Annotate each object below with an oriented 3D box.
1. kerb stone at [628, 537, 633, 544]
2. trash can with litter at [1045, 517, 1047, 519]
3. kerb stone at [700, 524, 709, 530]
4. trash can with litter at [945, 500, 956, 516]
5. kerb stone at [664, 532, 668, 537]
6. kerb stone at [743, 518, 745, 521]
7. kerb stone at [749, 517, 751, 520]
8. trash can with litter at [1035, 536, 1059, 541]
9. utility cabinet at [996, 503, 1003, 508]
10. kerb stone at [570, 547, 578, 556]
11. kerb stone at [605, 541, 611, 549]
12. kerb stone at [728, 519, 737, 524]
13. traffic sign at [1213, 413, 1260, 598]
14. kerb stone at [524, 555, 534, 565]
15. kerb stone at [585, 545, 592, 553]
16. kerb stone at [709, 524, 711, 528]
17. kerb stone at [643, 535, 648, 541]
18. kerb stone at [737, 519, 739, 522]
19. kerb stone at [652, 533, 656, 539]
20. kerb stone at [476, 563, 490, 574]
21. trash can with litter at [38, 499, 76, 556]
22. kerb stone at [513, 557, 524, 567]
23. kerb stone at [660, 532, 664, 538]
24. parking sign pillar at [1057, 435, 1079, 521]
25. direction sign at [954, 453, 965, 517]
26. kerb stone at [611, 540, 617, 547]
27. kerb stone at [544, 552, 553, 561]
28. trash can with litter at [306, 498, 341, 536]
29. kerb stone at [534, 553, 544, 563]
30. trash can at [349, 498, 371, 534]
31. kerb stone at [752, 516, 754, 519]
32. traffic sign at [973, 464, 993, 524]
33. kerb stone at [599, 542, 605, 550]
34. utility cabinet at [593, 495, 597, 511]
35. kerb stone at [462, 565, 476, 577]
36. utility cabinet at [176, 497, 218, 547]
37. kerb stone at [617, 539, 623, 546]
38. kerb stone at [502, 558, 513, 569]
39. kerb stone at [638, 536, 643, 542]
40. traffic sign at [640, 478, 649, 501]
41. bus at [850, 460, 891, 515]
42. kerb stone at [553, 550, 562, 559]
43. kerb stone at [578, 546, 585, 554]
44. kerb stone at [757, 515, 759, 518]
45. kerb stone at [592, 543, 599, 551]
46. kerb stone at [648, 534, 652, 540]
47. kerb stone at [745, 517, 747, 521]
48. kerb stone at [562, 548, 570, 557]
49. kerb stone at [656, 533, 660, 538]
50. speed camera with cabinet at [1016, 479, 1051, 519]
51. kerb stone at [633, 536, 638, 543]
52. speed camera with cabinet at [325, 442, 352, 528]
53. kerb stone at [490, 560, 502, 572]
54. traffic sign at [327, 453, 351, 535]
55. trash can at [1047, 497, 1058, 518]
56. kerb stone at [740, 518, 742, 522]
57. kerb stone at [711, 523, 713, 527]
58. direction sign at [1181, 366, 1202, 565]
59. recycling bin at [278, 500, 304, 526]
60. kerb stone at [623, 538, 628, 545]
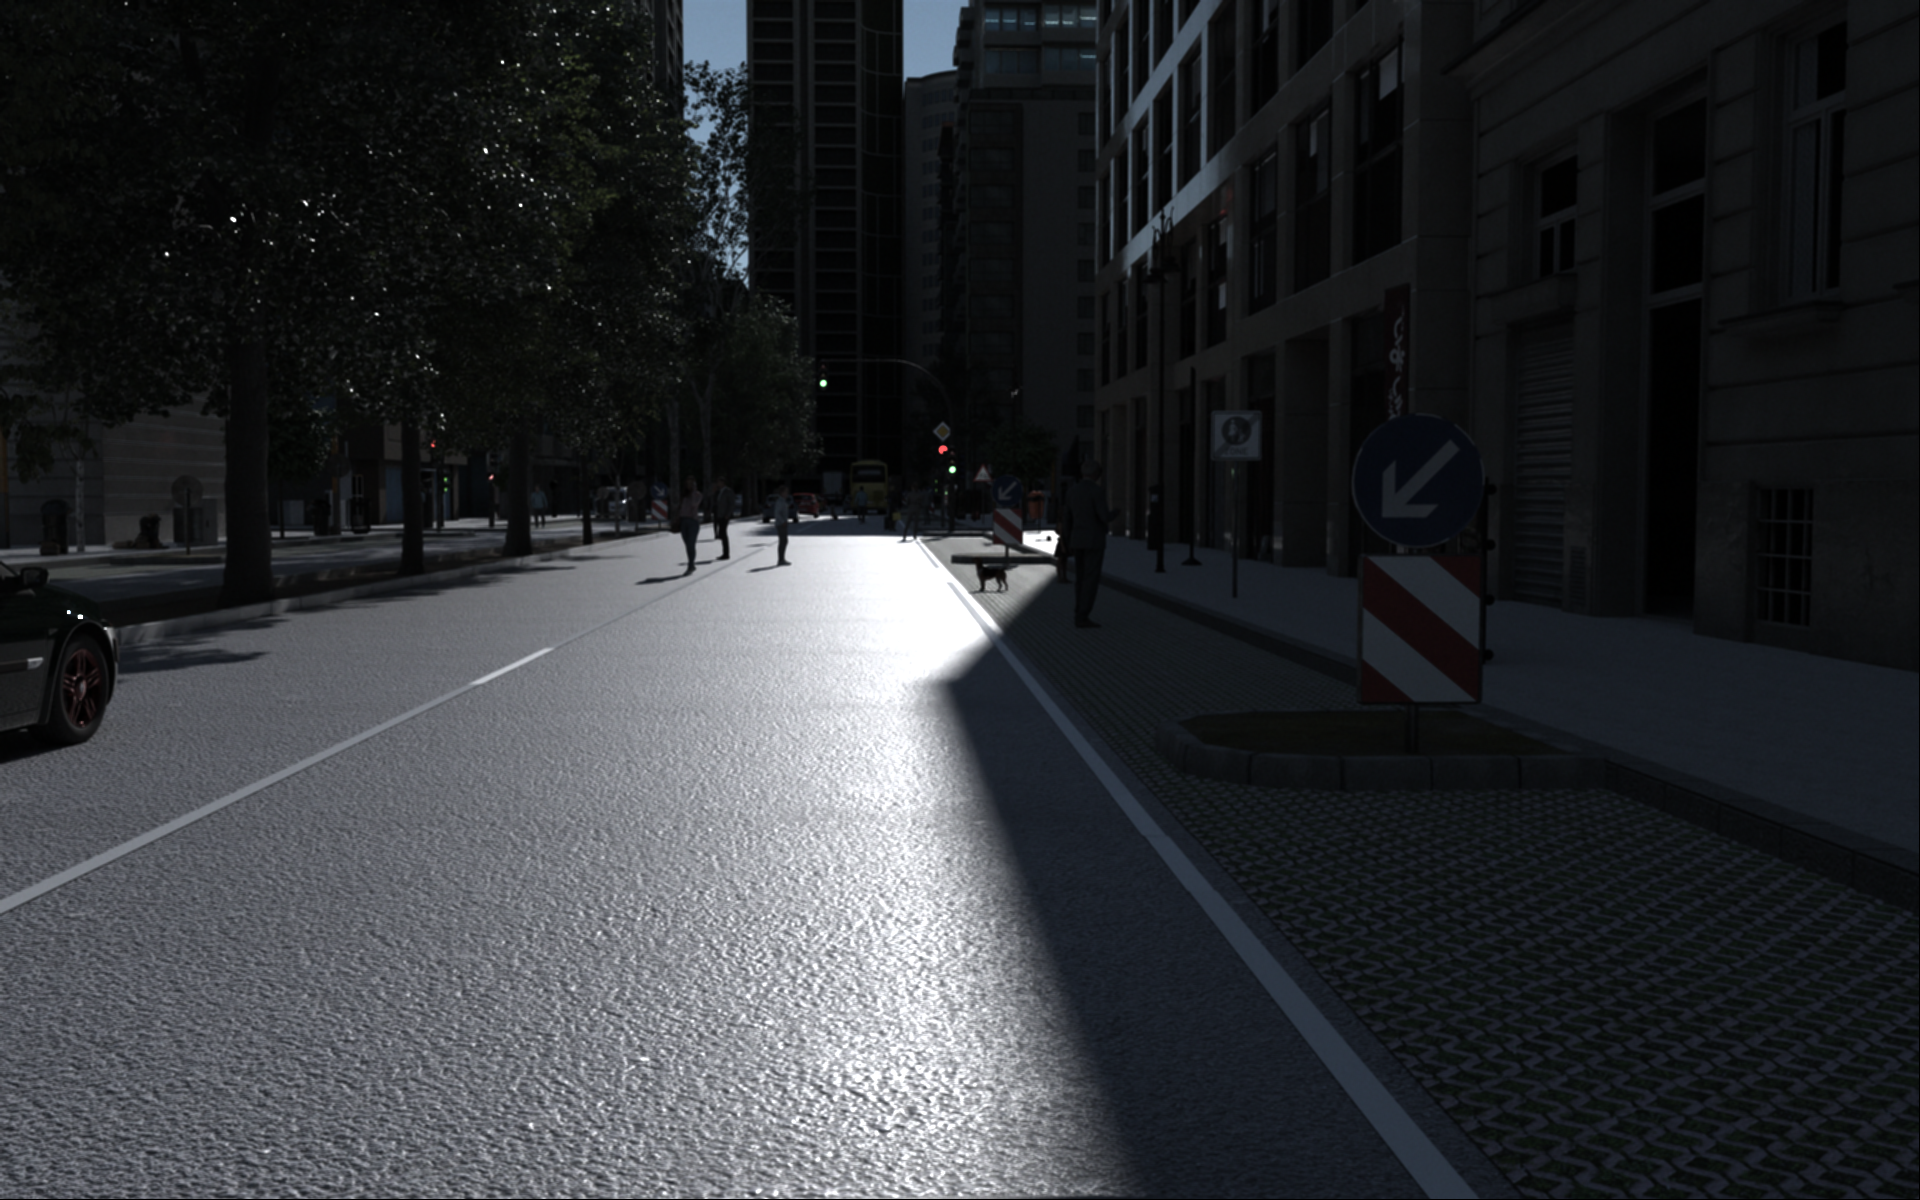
[{"bbox_3d":[-9.572,-1.679,49.660,0.120,0.150,1.000,0,4,-3],"label":"kerb stone"},{"bbox_3d":[4.653,-4.432,83.857,1.055,1.170,0.624,0,4,-5],"label":"trash can with litter"},{"bbox_3d":[-10.626,-3.027,71.702,0.120,0.150,1.000,0,4,-3],"label":"kerb stone"},{"bbox_3d":[-0.334,-5.446,100.426,1.055,1.170,0.624,0,4,3],"label":"trash can with litter"},{"bbox_3d":[-9.967,-2.181,57.856,0.120,0.150,1.000,0,4,-3],"label":"kerb stone"},{"bbox_3d":[-11.548,-4.217,91.149,0.120,0.150,1.000,0,4,-3],"label":"kerb stone"},{"bbox_3d":[-11.747,-4.469,95.262,0.120,0.150,1.000,0,4,-3],"label":"kerb stone"},{"bbox_3d":[3.034,-2.230,47.525,2.233,1.210,1.678,-1,4,-17],"label":"trash can with litter"},{"bbox_3d":[1.913,-4.497,84.685,0.306,1.237,1.020,0,4,-1],"label":"utility cabinet"},{"bbox_3d":[-9.138,-1.115,40.444,0.120,0.150,1.000,0,4,-3],"label":"kerb stone"},{"bbox_3d":[-9.383,-1.428,45.551,0.120,0.150,1.000,0,4,-3],"label":"kerb stone"},{"bbox_3d":[-11.300,-3.903,86.036,0.120,0.150,1.000,0,4,-3],"label":"kerb stone"},{"bbox_3d":[3.402,-1.177,21.379,0.606,2.300,0.079,0,4,6],"label":"traffic sign"},{"bbox_3d":[-8.898,-0.797,35.327,0.120,0.150,1.000,0,4,-3],"label":"kerb stone"},{"bbox_3d":[-9.232,-1.241,42.488,0.120,0.150,1.000,0,4,-3],"label":"kerb stone"},{"bbox_3d":[-10.662,-3.088,72.724,0.120,0.150,1.000,0,4,-3],"label":"kerb stone"},{"bbox_3d":[-9.719,-1.868,52.737,0.120,0.150,1.000,0,4,-3],"label":"kerb stone"},{"bbox_3d":[-11.346,-3.962,87.057,0.120,0.150,1.000,0,4,-3],"label":"kerb stone"},{"bbox_3d":[-9.821,-1.993,54.784,0.120,0.150,1.000,0,4,-3],"label":"kerb stone"},{"bbox_3d":[-8.703,-0.553,31.231,0.120,0.150,1.000,0,4,-3],"label":"kerb stone"},{"bbox_3d":[-19.048,-1.536,36.500,0.624,1.170,1.055,-1,4,-18],"label":"trash can with litter"},{"bbox_3d":[-8.851,-0.740,34.300,0.120,0.150,1.000,0,4,-3],"label":"kerb stone"},{"bbox_3d":[-9.913,-2.118,56.831,0.120,0.150,1.000,0,4,-3],"label":"kerb stone"},{"bbox_3d":[4.964,-5.472,77.937,1.447,3.967,1.447,1,4,20],"label":"parking sign pillar"},{"bbox_3d":[-0.126,-6.346,95.760,0.876,3.537,0.379,2,4,26],"label":"direction sign"},{"bbox_3d":[-9.431,-1.488,46.582,0.120,0.150,1.000,0,4,-3],"label":"kerb stone"},{"bbox_3d":[-8.999,-0.925,37.372,0.120,0.150,1.000,0,4,-3],"label":"kerb stone"},{"bbox_3d":[-19.638,-2.575,53.486,0.624,1.170,1.055,1,4,11],"label":"trash can with litter"},{"bbox_3d":[-8.948,-0.862,36.347,0.120,0.150,1.000,0,4,-3],"label":"kerb stone"},{"bbox_3d":[-19.314,-2.700,55.806,0.748,1.137,0.748,0,3,0],"label":"trash can"},{"bbox_3d":[-11.829,-4.594,97.311,0.120,0.150,1.000,0,4,-3],"label":"kerb stone"},{"bbox_3d":[0.983,-4.497,73.527,0.884,2.594,0.081,0,3,0],"label":"traffic sign"},{"bbox_3d":[-9.336,-1.365,44.530,0.120,0.150,1.000,0,4,-3],"label":"kerb stone"},{"bbox_3d":[-27.194,-7.229,129.363,0.306,1.237,1.020,0,4,0],"label":"utility cabinet"},{"bbox_3d":[-8.660,-0.489,30.199,0.120,0.150,1.000,0,4,-3],"label":"kerb stone"},{"bbox_3d":[-18.644,-1.906,42.329,0.306,1.237,1.020,2,4,24],"label":"utility cabinet"},{"bbox_3d":[-9.479,-1.554,47.602,0.120,0.150,1.000,0,4,-3],"label":"kerb stone"},{"bbox_3d":[-8.799,-0.678,33.280,0.120,0.150,1.000,0,4,-3],"label":"kerb stone"},{"bbox_3d":[-9.669,-1.804,51.709,0.120,0.150,1.000,0,4,-3],"label":"kerb stone"},{"bbox_3d":[-22.333,-7.398,122.149,0.795,2.450,0.064,0,4,-1],"label":"traffic sign"},{"bbox_3d":[-6.385,-8.045,123.074,2.896,3.916,12.252,0,4,-2],"label":"bus"},{"bbox_3d":[-9.039,-0.986,38.394,0.120,0.150,1.000,0,4,-3],"label":"kerb stone"},{"bbox_3d":[-9.184,-1.179,41.465,0.120,0.150,1.000,0,4,-3],"label":"kerb stone"},{"bbox_3d":[-12.028,-4.846,101.421,0.120,0.150,1.000,0,4,-3],"label":"kerb stone"},{"bbox_3d":[-9.280,-1.303,43.509,0.120,0.150,1.000,0,4,-3],"label":"kerb stone"},{"bbox_3d":[-9.765,-1.931,53.764,0.120,0.150,1.000,0,4,-3],"label":"kerb stone"},{"bbox_3d":[-11.593,-4.280,92.183,0.120,0.150,1.000,0,4,-3],"label":"kerb stone"},{"bbox_3d":[-9.092,-1.051,39.424,0.120,0.150,1.000,0,4,-3],"label":"kerb stone"},{"bbox_3d":[-9.876,-2.055,55.807,0.120,0.150,1.000,0,4,-3],"label":"kerb stone"},{"bbox_3d":[3.973,-5.854,90.055,0.660,3.252,2.038,-3,4,-39],"label":"speed camera with cabinet"},{"bbox_3d":[-9.619,-1.743,50.689,0.120,0.150,1.000,0,4,-3],"label":"kerb stone"},{"bbox_3d":[-23.605,-4.365,65.707,0.660,3.252,2.038,-2,4,-32],"label":"speed camera with cabinet"},{"bbox_3d":[-8.750,-0.614,32.252,0.120,0.150,1.000,0,4,-3],"label":"kerb stone"},{"bbox_3d":[-19.434,-3.307,54.183,0.768,2.556,0.104,0,4,4],"label":"traffic sign"},{"bbox_3d":[4.477,-4.308,82.094,0.748,1.137,0.748,0,3,0],"label":"trash can"},{"bbox_3d":[-11.444,-4.087,89.108,0.120,0.150,1.000,0,4,-3],"label":"kerb stone"},{"bbox_3d":[-10.720,-3.153,73.746,0.120,0.150,1.000,0,4,-3],"label":"kerb stone"},{"bbox_3d":[4.189,-2.399,31.219,0.379,3.537,0.876,1,4,11],"label":"direction sign"},{"bbox_3d":[-26.810,-3.478,69.412,0.722,1.027,0.722,2,4,25],"label":"recycling bin"},{"bbox_3d":[-9.531,-1.612,48.627,0.120,0.150,1.000,0,4,-3],"label":"kerb stone"}]
